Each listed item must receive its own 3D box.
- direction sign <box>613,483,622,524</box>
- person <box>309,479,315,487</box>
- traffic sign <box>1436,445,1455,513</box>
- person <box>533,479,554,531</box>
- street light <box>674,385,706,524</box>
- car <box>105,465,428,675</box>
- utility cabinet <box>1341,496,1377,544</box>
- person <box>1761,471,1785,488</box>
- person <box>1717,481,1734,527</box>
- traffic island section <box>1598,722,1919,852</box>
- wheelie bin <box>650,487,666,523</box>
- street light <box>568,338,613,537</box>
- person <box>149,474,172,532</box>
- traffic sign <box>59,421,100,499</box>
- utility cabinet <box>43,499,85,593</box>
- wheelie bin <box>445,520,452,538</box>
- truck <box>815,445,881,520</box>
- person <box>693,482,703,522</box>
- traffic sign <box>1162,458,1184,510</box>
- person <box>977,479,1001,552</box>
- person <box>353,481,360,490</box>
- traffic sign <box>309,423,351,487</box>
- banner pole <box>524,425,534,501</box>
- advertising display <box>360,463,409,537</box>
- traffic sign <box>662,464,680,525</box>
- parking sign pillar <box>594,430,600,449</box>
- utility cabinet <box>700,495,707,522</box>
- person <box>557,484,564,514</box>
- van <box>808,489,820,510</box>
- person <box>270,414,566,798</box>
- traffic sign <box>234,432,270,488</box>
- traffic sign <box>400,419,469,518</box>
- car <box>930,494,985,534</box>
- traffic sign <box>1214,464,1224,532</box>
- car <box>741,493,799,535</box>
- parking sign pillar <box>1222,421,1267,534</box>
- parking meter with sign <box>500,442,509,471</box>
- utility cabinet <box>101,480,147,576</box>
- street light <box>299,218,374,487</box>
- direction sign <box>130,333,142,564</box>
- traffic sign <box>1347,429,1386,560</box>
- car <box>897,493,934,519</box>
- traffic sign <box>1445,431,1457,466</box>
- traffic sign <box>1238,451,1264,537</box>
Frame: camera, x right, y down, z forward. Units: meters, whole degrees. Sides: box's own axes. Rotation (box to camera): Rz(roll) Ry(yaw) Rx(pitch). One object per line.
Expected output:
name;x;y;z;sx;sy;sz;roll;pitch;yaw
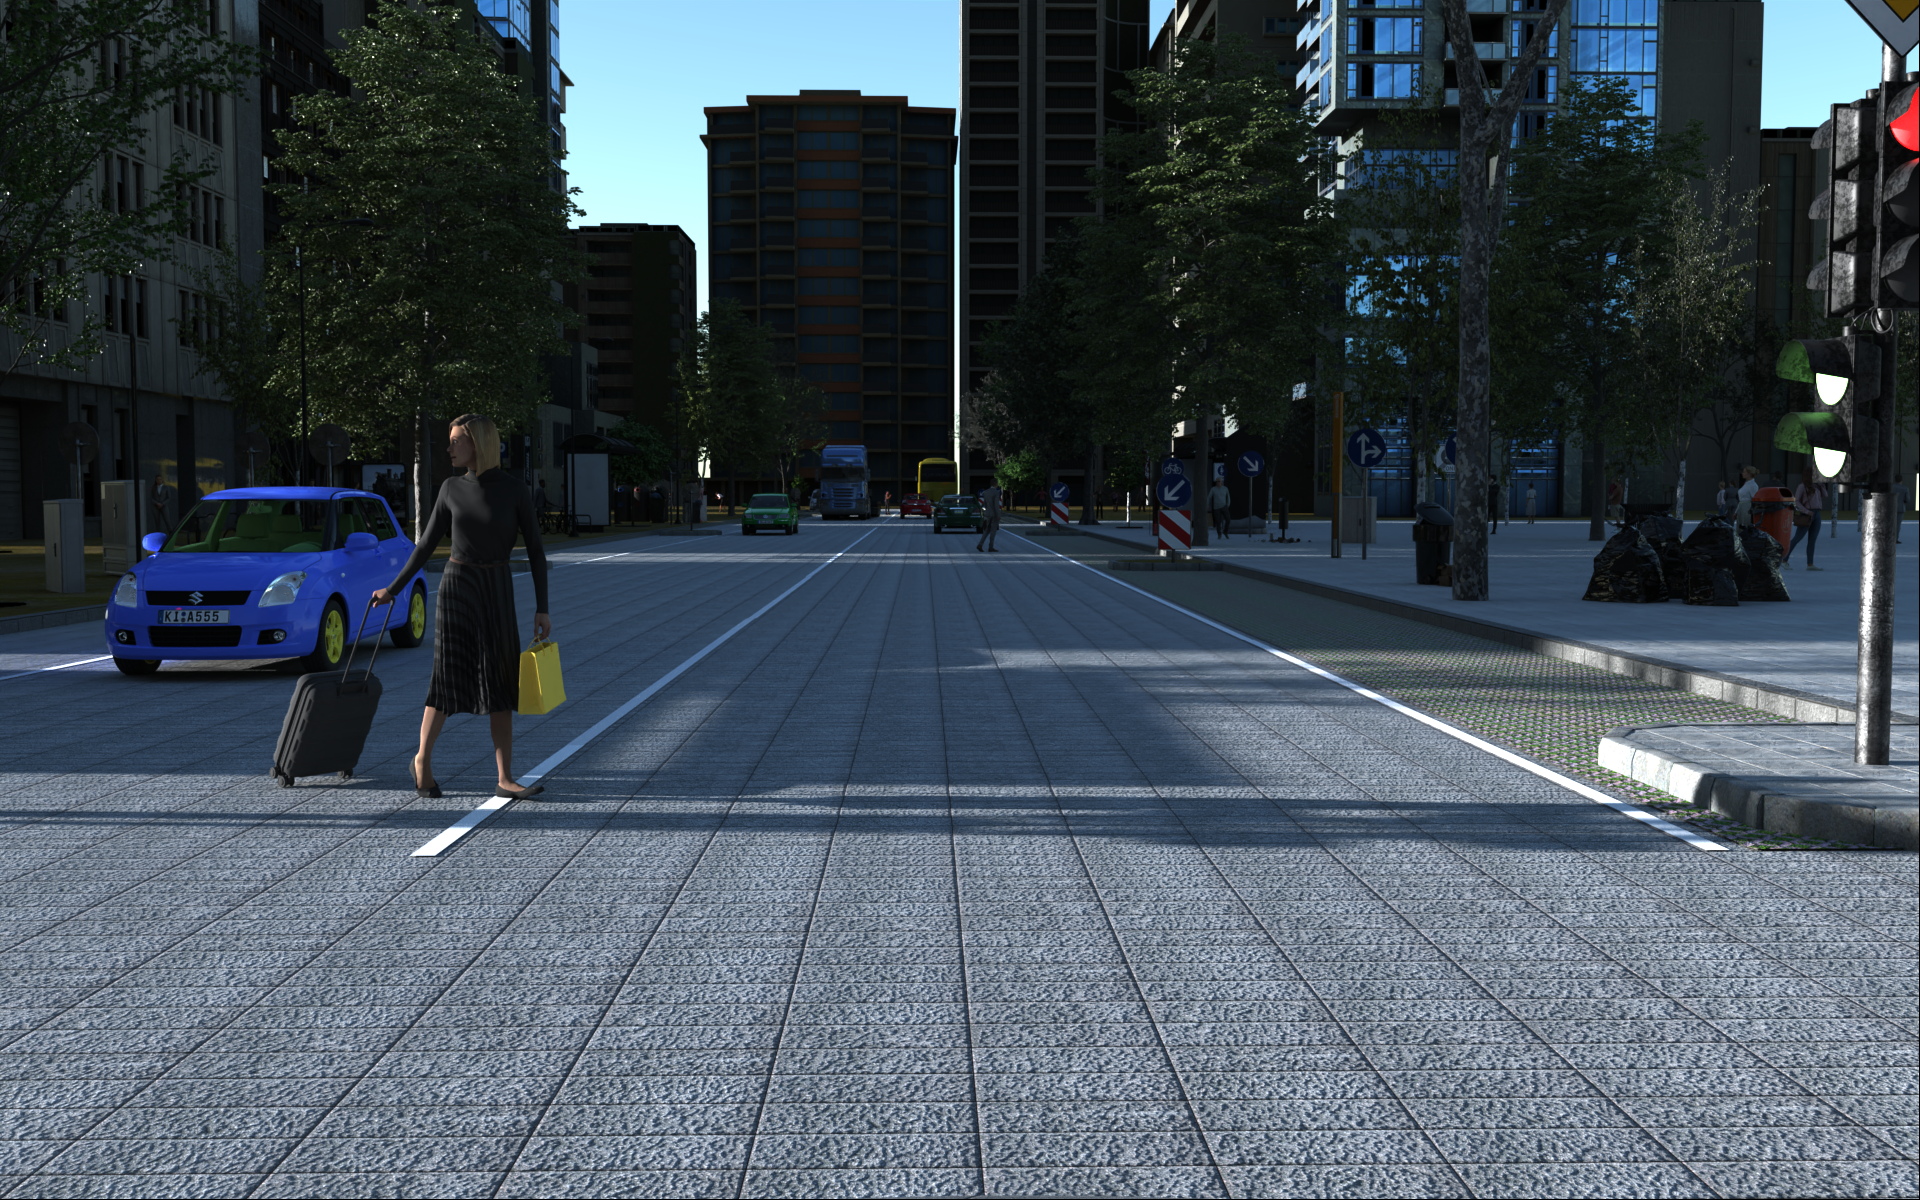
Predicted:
direction sign;-14.719;-5.036;74.339;0.876;3.537;0.379;1;4;12
person;-23.567;-3.479;62.889;0.622;1.834;0.822;-2;4;-26
traffic sign;10.042;-2.046;35.585;0.606;2.300;0.079;0;4;5
person;-14.493;-3.272;59.820;0.850;1.792;0.678;0;4;5
street light;-11.484;-6.185;73.666;1.470;5.913;1.316;0;4;-1
car;-5.850;-0.323;14.876;1.945;1.707;3.694;0;4;-2
utility cabinet;10.374;-2.088;45.294;0.306;1.237;1.020;-3;5;-45
person;19.786;-2.227;42.253;0.655;1.846;0.447;2;4;26
person;27.396;-3.381;61.995;0.598;1.740;0.731;1;4;15
traffic island section;4.371;0.857;8.263;2.009;0.180;2.903;0;4;-1
wheelie bin;-13.371;-4.200;76.577;0.693;1.594;0.980;-1;4;-17
street light;-10.982;-4.831;51.522;1.470;5.913;1.316;0;4;-1
person;-20.517;-2.336;44.504;0.520;1.790;0.573;-3;4;-36
traffic sign;-15.433;-1.849;30.343;0.768;2.556;0.104;0;4;8
utility cabinet;-11.824;-0.714;22.844;0.306;1.237;1.020;-3;4;-38
wheelie bin;-14.641;-2.614;50.644;0.980;1.594;0.693;3;5;41
truck;-6.294;-6.827;101.385;2.967;4.110;18.799;0;3;0
person;-11.982;-4.459;78.963;0.555;1.821;0.388;-1;4;-11
traffic sign;7.417;-3.688;60.398;0.768;2.556;0.104;0;4;4
person;0.802;-2.104;43.016;0.853;1.813;0.709;-3;5;-44
person;-22.607;-3.583;65.201;0.524;1.755;0.480;-2;4;-29
traffic sign;-11.353;-1.902;31.204;0.768;2.556;0.104;0;4;4
banner pole;-15.596;-4.452;62.805;0.401;3.779;0.863;1;4;11
advertising display;-11.783;-1.853;35.505;0.974;1.923;0.123;0;4;6
traffic sign;-12.075;-4.420;72.380;0.768;2.556;0.104;0;4;5
parking sign pillar;-15.637;-5.136;72.448;1.447;3.967;1.447;2;4;35
utility cabinet;-12.039;-4.211;80.016;0.306;1.237;1.020;1;4;16
person;-17.566;-4.280;76.776;0.466;1.731;0.760;1;4;21
van;-11.267;-8.170;140.590;2.013;2.044;4.112;0;4;0
person;-2.578;0.025;8.309;1.509;1.804;0.699;2;4;34
traffic sign;-14.514;-2.166;35.513;0.768;2.556;0.104;0;4;3
traffic sign;-14.110;-3.260;47.168;2.265;3.308;0.079;0;4;2
car;-0.043;-3.195;64.034;2.131;1.459;4.920;0;3;0
traffic sign;8.663;-3.364;57.125;0.606;2.300;0.079;0;4;2
car;-6.739;-3.233;61.649;1.959;1.807;4.718;0;4;-2
parking sign pillar;9.192;-4.120;55.833;1.447;3.967;1.447;0;4;-8
parking meter with sign;-15.644;-3.712;56.951;0.543;3.016;1.738;2;4;29
utility cabinet;-13.035;-1.119;26.979;0.318;1.500;1.173;-3;5;-43
street light;-10.568;-3.473;29.332;1.470;5.913;1.316;0;4;-1
direction sign;-11.826;-2.010;24.859;0.379;3.537;0.876;-1;4;-23
traffic sign;7.904;-2.060;33.787;0.768;2.556;0.104;0;4;0
car;-2.566;-5.582;100.302;2.155;1.783;4.494;0;4;-3
traffic sign;9.891;-2.074;34.012;0.768;2.556;0.104;1;4;8
traffic sign;8.575;-3.121;51.133;0.768;2.556;0.104;0;4;1
